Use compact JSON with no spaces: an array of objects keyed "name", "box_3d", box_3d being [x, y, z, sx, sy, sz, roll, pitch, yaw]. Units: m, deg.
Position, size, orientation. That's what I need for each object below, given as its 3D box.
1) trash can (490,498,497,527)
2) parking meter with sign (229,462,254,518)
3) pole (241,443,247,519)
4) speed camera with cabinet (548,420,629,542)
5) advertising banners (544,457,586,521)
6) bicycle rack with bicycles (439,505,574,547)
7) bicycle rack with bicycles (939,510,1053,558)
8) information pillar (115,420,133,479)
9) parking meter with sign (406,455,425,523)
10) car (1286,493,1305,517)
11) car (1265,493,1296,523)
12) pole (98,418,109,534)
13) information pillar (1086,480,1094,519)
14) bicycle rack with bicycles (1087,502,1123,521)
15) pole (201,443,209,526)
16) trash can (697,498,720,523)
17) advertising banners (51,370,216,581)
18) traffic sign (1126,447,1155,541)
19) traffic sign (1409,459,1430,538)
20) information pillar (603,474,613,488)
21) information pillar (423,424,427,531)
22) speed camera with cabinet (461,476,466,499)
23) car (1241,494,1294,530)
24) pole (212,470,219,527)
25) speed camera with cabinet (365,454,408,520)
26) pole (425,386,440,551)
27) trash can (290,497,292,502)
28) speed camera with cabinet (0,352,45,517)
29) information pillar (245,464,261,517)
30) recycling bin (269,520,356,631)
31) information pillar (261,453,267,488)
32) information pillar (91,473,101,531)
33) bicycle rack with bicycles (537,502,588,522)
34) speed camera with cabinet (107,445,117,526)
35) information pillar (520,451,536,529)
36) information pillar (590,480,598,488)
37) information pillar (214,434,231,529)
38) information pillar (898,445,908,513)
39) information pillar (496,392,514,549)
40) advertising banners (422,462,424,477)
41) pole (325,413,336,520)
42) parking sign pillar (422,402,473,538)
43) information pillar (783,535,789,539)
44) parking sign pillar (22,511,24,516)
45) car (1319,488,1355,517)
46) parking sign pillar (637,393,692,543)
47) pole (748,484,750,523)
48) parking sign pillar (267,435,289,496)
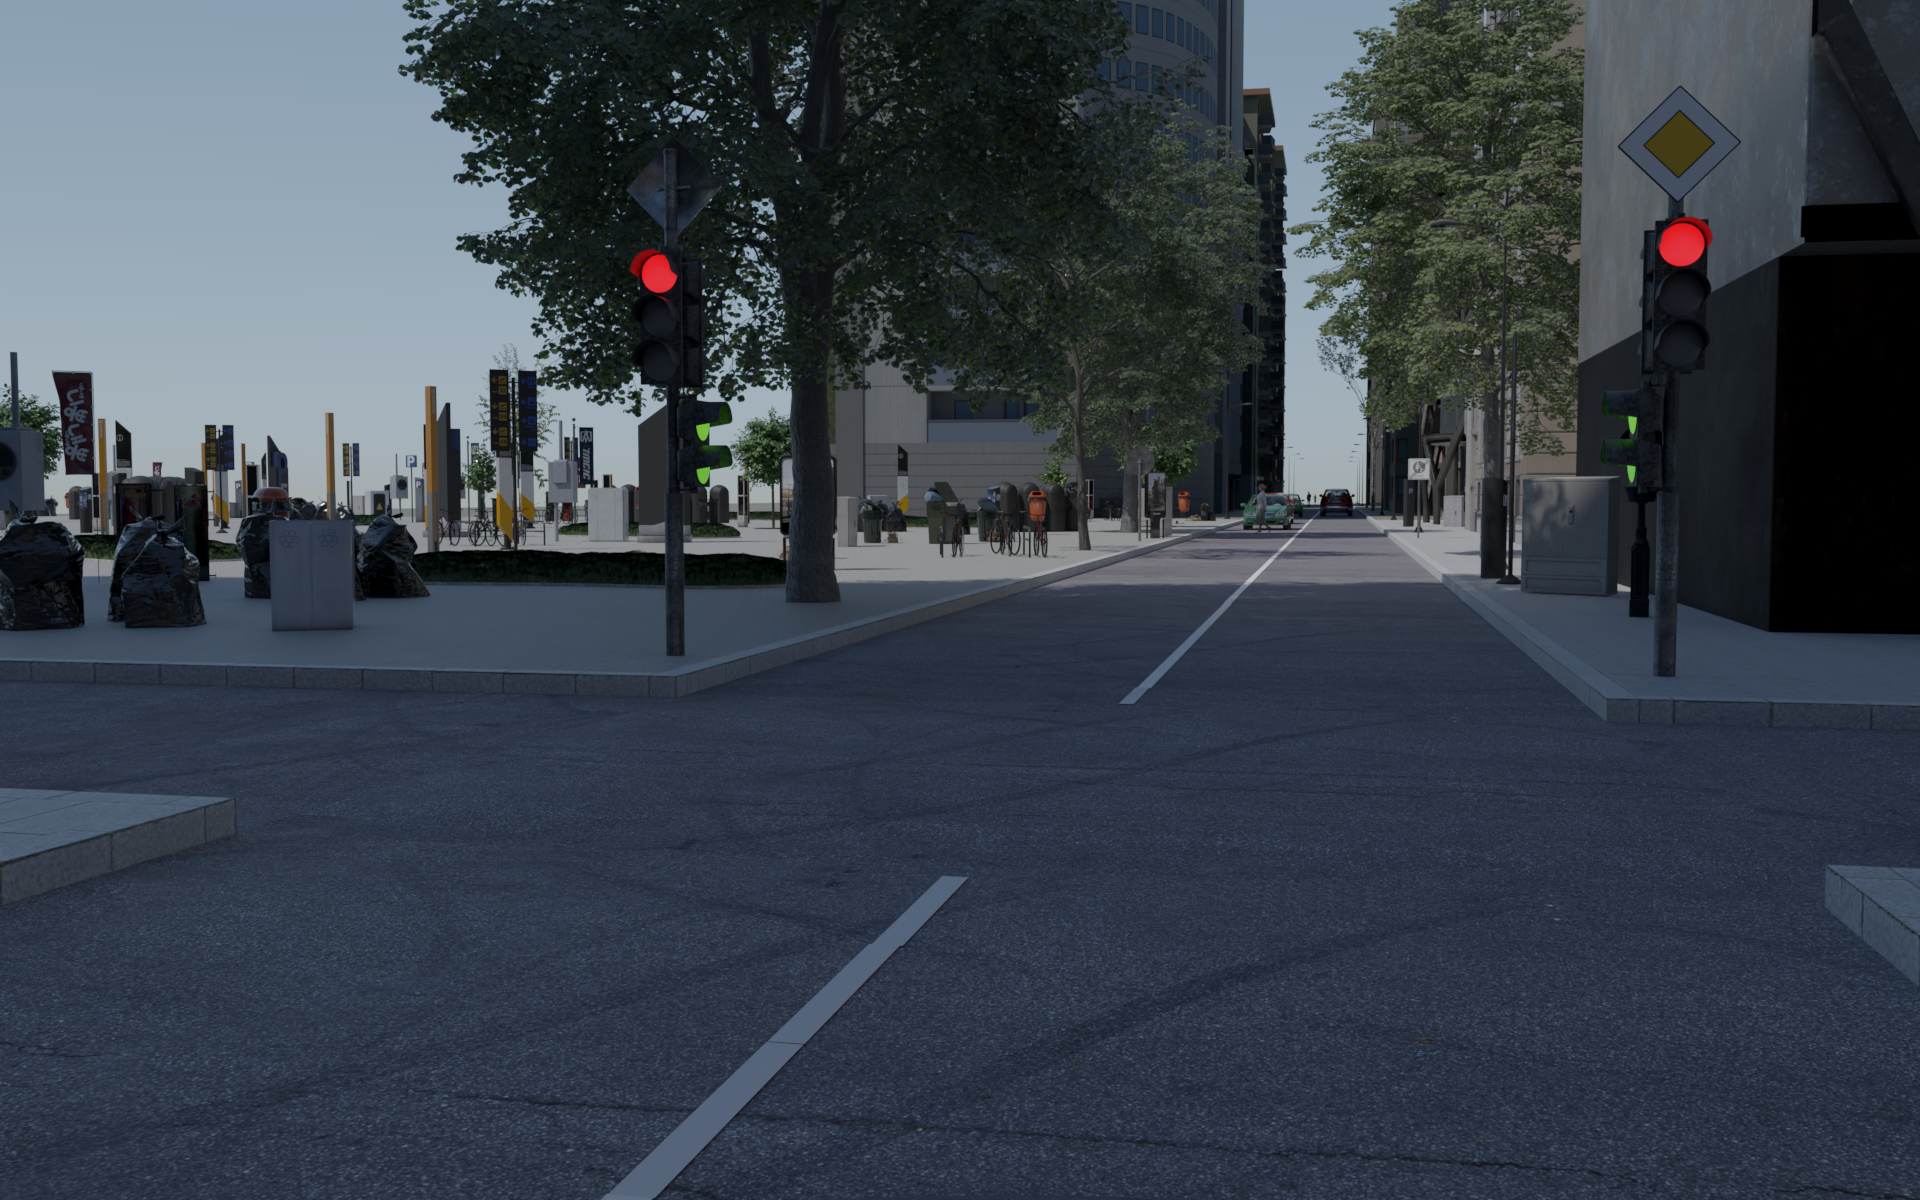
[{"name":"trash can","box_3d":[-16.866,-3.177,63.599,0.748,1.137,0.748,0,3,0]},{"name":"parking meter with sign","box_3d":[-38.414,-5.890,92.570,0.543,3.016,1.738,1,4,9]},{"name":"pole","box_3d":[-28.782,-4.635,69.620,0.158,3.312,0.155,0,3,0]},{"name":"speed camera with cabinet","box_3d":[-10.021,-3.203,46.705,2.038,3.252,0.660,0,3,0]},{"name":"advertising banners","box_3d":[-18.559,-5.226,81.635,2.074,3.025,0.090,-1,4,-10]},{"name":"bicycle rack with bicycles","box_3d":[-11.590,-1.818,43.110,2.852,0.926,2.925,-2,4,-34]},{"name":"bicycle rack with bicycles","box_3d":[0.628,-1.378,35.916,2.852,0.926,2.925,0,4,0]},{"name":"information pillar","box_3d":[-26.472,-3.884,54.855,0.504,3.616,0.183,0,4,2]},{"name":"parking meter with sign","box_3d":[-24.312,-5.031,78.519,0.543,3.016,1.738,1,4,21]},{"name":"car","box_3d":[20.468,-6.058,107.851,1.959,1.807,4.718,1,4,11]},{"name":"car","box_3d":[15.219,-4.583,83.966,2.155,1.783,4.494,1,4,14]},{"name":"pole","box_3d":[-23.128,-3.237,46.770,0.158,3.312,0.155,0,3,0]},{"name":"information pillar","box_3d":[6.628,-5.139,88.521,0.304,2.012,0.304,-2,4,-26]},{"name":"bicycle rack with bicycles","box_3d":[6.824,-4.242,82.745,2.852,0.926,2.925,0,4,3]},{"name":"pole","box_3d":[-29.987,-4.584,68.787,0.158,3.312,0.155,0,3,0]},{"name":"trash can","box_3d":[-8.316,-2.787,57.219,0.748,1.137,0.748,0,3,0]},{"name":"advertising banners","box_3d":[-11.915,-1.764,25.033,2.074,3.025,0.090,-2,4,-27]},{"name":"traffic sign","box_3d":[4.881,-2.867,46.974,0.768,2.556,0.104,1,4,16]},{"name":"traffic sign","box_3d":[13.300,-2.941,50.212,0.606,2.300,0.079,1,4,18]},{"name":"information pillar","box_3d":[-13.010,-3.639,63.993,0.304,2.012,0.304,0,4,3]},{"name":"information pillar","box_3d":[-17.875,-4.092,58.258,0.183,3.616,0.504,1,4,11]},{"name":"speed camera with cabinet","box_3d":[-24.600,-5.429,83.104,0.660,3.252,2.038,1,4,23]},{"name":"car","box_3d":[12.507,-3.583,70.381,2.131,1.459,4.920,1,4,12]},{"name":"pole","box_3d":[-29.217,-4.532,67.947,0.158,3.312,0.155,0,3,0]},{"name":"speed camera with cabinet","box_3d":[-27.825,-5.486,84.027,0.660,3.252,2.038,3,5,40]},{"name":"pole","box_3d":[-9.988,-2.381,32.778,0.158,3.312,0.155,0,3,0]},{"name":"trash can","box_3d":[-35.030,-4.788,89.940,0.748,1.137,0.748,0,3,0]},{"name":"speed camera with cabinet","box_3d":[-13.866,-1.817,24.051,2.038,3.252,0.660,0,4,3]},{"name":"information pillar","box_3d":[-17.584,-2.363,43.129,0.304,2.012,0.304,-1,4,-12]},{"name":"recycling bin","box_3d":[-6.186,-0.246,16.576,0.722,1.027,0.722,-1,4,-17]},{"name":"information pillar","box_3d":[-39.143,-6.490,97.462,0.183,3.616,0.504,0,4,5]},{"name":"information pillar","box_3d":[-29.587,-3.365,59.506,0.304,2.012,0.304,0,4,8]},{"name":"bicycle rack with bicycles","box_3d":[-17.259,-3.736,74.460,2.852,0.926,2.925,-3,4,-37]},{"name":"speed camera with cabinet","box_3d":[-33.212,-4.610,69.706,2.038,3.252,0.660,-1,4,-10]},{"name":"information pillar","box_3d":[-16.017,-4.453,64.162,0.504,3.616,0.183,-1,4,-21]},{"name":"information pillar","box_3d":[-18.814,-5.175,89.097,0.304,2.012,0.304,3,4,39]},{"name":"information pillar","box_3d":[-27.206,-4.432,63.812,0.504,3.616,0.183,-3,5,-41]},{"name":"information pillar","box_3d":[-2.692,-5.492,81.155,0.504,3.616,0.183,0,4,-7]},{"name":"information pillar","box_3d":[-10.447,-2.957,39.708,0.183,3.616,0.504,1,4,22]},{"name":"advertising banners","box_3d":[-29.283,-6.063,95.310,0.090,3.025,2.074,-2,4,-32]},{"name":"pole","box_3d":[-15.773,-3.032,43.417,0.158,3.312,0.155,0,3,0]},{"name":"parking sign pillar","box_3d":[-15.309,-3.861,51.600,1.447,3.967,1.447,-3,4,-36]},{"name":"information pillar","box_3d":[-4.921,-2.770,49.782,0.304,2.012,0.304,0,4,-1]},{"name":"parking sign pillar","box_3d":[-44.058,-5.646,80.781,1.447,3.967,1.447,3,4,38]},{"name":"car","box_3d":[24.354,-6.316,111.947,2.281,1.827,5.304,1,4,13]},{"name":"parking sign pillar","box_3d":[-7.849,-3.514,45.934,1.447,3.967,1.447,1,4,12]},{"name":"pole","box_3d":[-9.286,-4.994,75.502,0.158,3.312,0.155,0,3,0]},{"name":"parking sign pillar","box_3d":[-31.562,-5.610,80.194,1.447,3.967,1.447,0,4,2]}]
